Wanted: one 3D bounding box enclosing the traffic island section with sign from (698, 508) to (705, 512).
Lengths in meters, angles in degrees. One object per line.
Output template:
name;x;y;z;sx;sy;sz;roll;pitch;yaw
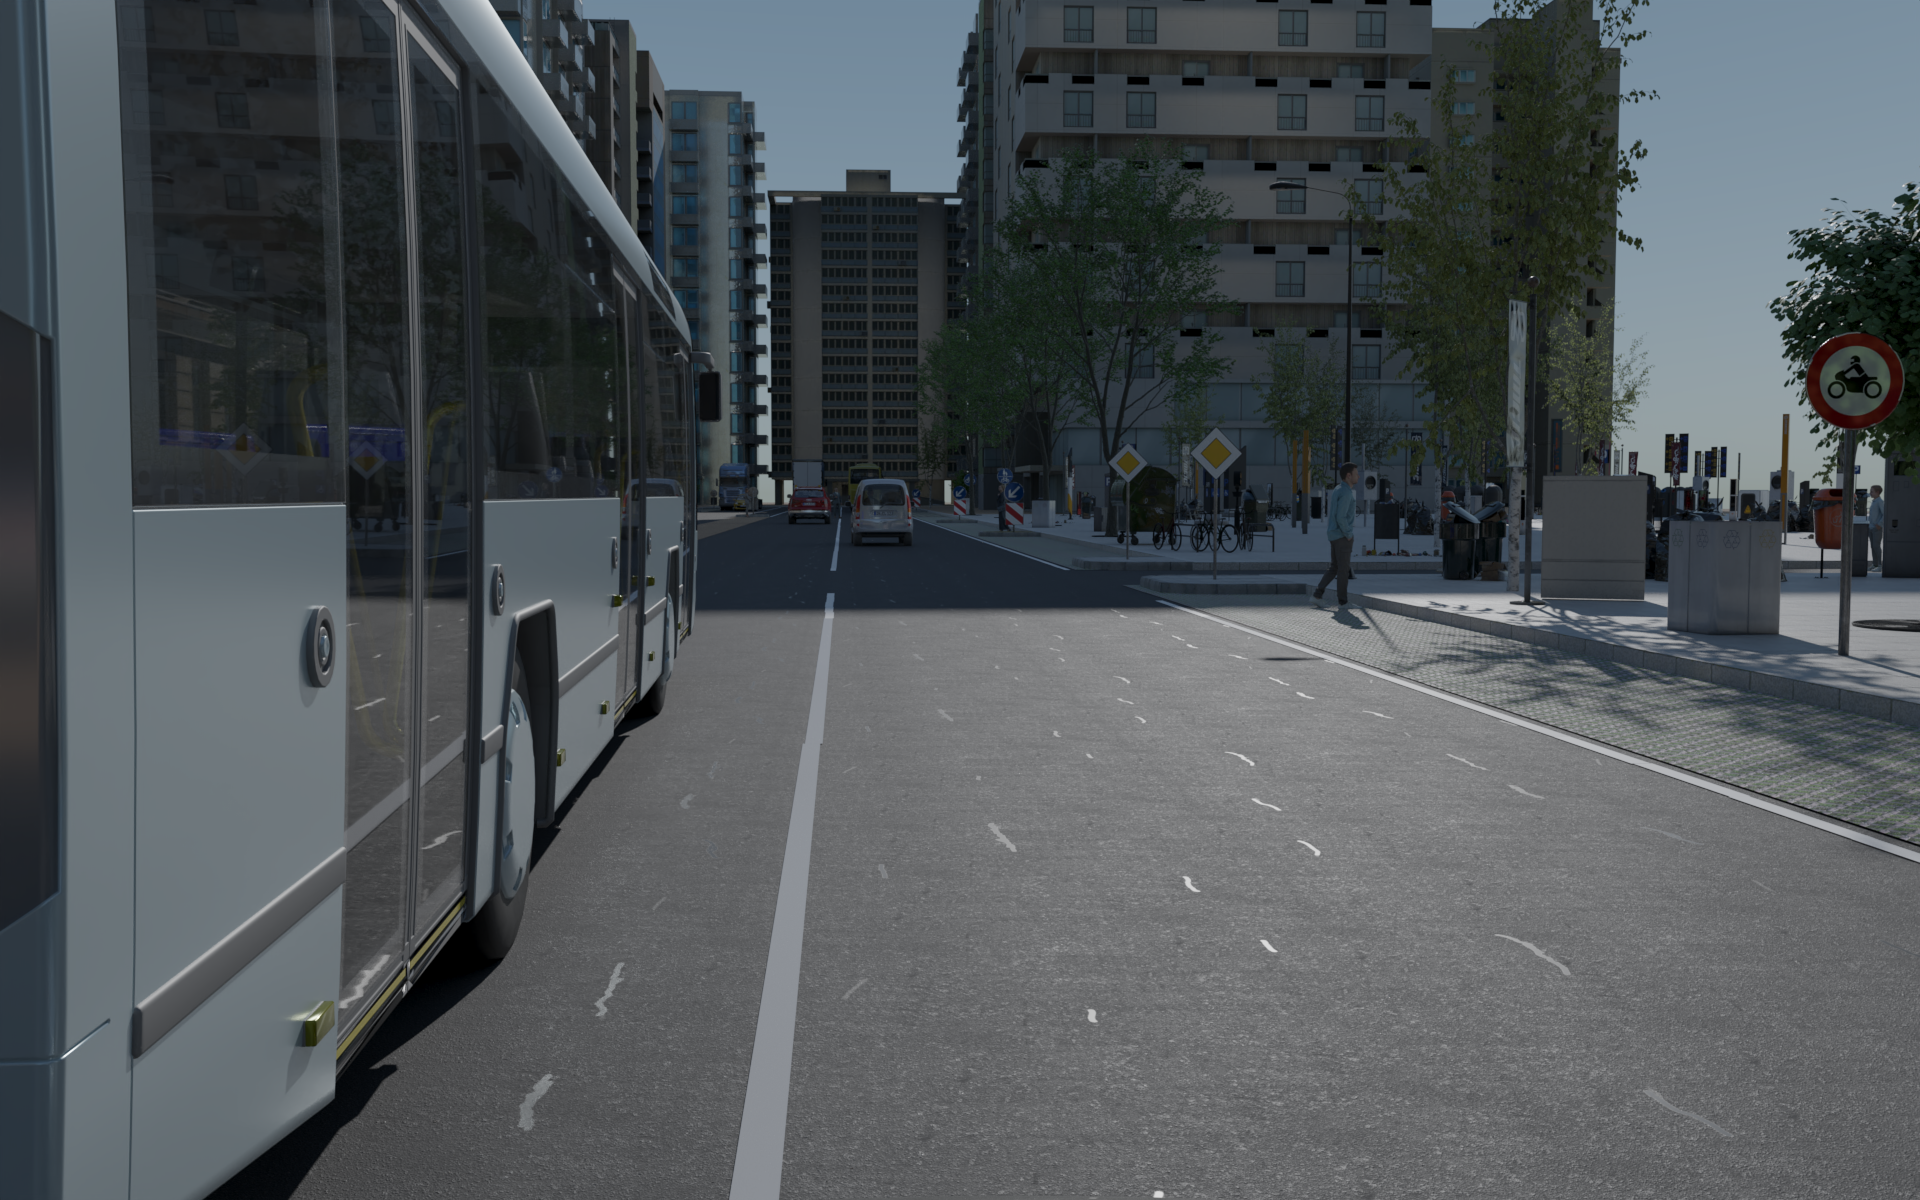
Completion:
traffic island section with sign;-21.098;-7.696;134.457;1.989;1.847;2.006;0;4;-4

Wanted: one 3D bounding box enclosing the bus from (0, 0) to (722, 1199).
bus;-2.884;-0.825;8.341;2.948;3.499;13.247;0;4;-5

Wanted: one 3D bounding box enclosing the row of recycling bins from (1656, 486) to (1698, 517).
row of recycling bins;41.019;-5.743;101.011;3.534;1.692;1.069;1;4;12

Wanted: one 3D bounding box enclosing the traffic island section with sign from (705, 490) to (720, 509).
traffic island section with sign;-22.955;-9.376;161.924;1.989;1.847;2.006;0;4;-4

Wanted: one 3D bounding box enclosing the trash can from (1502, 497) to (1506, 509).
trash can;26.317;-4.465;84.663;0.748;1.137;0.748;0;3;0

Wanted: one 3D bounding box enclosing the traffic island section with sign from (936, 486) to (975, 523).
traffic island section with sign;-0.170;-4.706;85.573;1.989;1.847;2.006;0;4;-4

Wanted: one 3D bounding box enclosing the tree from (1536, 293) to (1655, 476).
tree;23.206;-6.943;63.884;4.360;8.622;3.978;0;3;0

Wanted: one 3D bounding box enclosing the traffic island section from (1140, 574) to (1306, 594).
traffic island section;3.841;-0.227;25.994;2.009;0.180;2.903;0;4;-4

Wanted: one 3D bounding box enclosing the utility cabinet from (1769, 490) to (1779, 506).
utility cabinet;48.801;-5.861;104.502;0.318;1.500;1.173;-2;4;-29

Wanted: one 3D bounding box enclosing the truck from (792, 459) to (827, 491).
truck;-12.622;-9.559;145.200;2.839;4.237;11.283;0;4;-3

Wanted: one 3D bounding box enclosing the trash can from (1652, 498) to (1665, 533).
trash can;22.768;-2.768;56.916;0.748;1.137;0.748;0;3;0

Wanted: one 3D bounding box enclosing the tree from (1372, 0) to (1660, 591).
tree;7.290;-4.437;22.901;4.737;8.622;4.395;0;3;0

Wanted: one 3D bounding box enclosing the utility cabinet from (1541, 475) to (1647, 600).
utility cabinet;7.659;-0.749;20.932;1.173;1.500;0.318;1;4;22

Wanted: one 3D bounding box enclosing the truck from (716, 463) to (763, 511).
truck;-19.800;-10.224;156.921;2.967;4.110;18.799;0;4;-2

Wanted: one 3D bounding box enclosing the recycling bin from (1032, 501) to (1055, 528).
recycling bin;3.205;-3.292;66.377;0.722;1.027;0.722;2;4;24

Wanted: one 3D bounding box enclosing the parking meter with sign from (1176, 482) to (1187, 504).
parking meter with sign;11.719;-6.088;95.792;1.738;3.016;0.543;1;4;16

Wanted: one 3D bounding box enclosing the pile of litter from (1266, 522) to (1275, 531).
pile of litter;10.592;-2.875;60.978;1.719;0.858;1.176;-3;5;-44

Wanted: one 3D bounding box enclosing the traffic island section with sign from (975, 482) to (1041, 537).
traffic island section with sign;1.647;-3.051;58.505;1.989;1.847;2.006;0;4;-4

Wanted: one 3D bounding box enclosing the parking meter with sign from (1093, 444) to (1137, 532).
parking meter with sign;5.300;-3.869;59.511;0.543;3.016;1.738;3;5;45

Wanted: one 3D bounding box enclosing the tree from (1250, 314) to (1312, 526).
tree;13.592;-7.324;70.110;4.737;8.622;4.395;0;3;0

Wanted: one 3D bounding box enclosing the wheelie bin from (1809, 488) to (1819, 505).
wheelie bin;46.771;-5.314;94.789;0.980;1.594;0.693;-1;4;-18

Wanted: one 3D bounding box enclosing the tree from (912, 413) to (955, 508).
tree;-2.609;-12.595;156.282;4.737;8.622;4.395;0;3;0

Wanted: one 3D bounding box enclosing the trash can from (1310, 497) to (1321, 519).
trash can;18.525;-4.784;89.868;0.748;1.137;0.748;0;3;0

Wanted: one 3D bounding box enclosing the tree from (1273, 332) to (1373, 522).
tree;16.176;-7.815;78.143;4.360;8.622;3.978;0;3;0

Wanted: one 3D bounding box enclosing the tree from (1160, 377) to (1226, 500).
tree;13.767;-9.350;103.239;4.737;8.622;4.395;0;3;0

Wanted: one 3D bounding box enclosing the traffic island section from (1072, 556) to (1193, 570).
traffic island section;3.303;-0.714;33.961;2.009;0.180;2.903;0;4;-4

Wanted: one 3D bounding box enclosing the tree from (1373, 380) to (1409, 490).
tree;25.599;-9.639;107.957;4.360;8.622;3.978;0;3;0

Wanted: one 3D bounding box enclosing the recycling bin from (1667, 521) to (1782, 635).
recycling bin;7.099;-0.217;16.100;0.722;1.027;0.722;-1;4;-12

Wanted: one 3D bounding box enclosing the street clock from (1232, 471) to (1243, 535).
street clock;8.725;-3.053;54.488;0.358;2.002;0.471;1;4;13

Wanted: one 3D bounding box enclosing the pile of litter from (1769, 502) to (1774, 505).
pile of litter;45.651;-5.057;96.643;1.176;0.858;1.719;1;4;13

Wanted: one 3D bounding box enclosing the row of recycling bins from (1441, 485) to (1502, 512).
row of recycling bins;23.866;-4.514;80.909;1.069;1.692;3.534;-2;4;-29

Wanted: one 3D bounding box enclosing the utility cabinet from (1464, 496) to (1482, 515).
utility cabinet;19.394;-3.326;65.540;0.306;1.237;1.020;0;4;-6

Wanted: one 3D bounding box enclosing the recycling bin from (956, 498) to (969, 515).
recycling bin;0.204;-5.714;105.975;0.722;1.027;0.722;-1;4;-16

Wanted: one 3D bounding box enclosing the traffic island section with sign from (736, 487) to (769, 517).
traffic island section with sign;-12.912;-6.098;107.839;2.006;1.907;1.989;0;4;-4

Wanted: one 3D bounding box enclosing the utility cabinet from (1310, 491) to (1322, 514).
utility cabinet;22.055;-6.060;107.752;0.318;1.500;1.173;-2;4;-26

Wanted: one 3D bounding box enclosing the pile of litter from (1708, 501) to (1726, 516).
pile of litter;44.890;-5.449;103.058;1.176;0.858;1.719;0;4;6

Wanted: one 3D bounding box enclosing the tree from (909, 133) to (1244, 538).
tree;4.472;-7.672;51.190;9.928;11.665;9.643;0;3;0

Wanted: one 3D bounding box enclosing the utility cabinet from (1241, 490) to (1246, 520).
utility cabinet;14.234;-4.663;84.926;0.318;1.500;1.173;-2;4;-26

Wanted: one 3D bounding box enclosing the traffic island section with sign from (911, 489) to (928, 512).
traffic island section with sign;-3.554;-7.759;135.486;1.989;1.847;2.006;0;4;-4

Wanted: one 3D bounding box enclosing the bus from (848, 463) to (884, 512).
bus;-7.508;-8.999;138.680;2.896;3.916;12.252;0;4;-2

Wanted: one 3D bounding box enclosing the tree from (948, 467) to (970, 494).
tree;0.191;-8.202;128.707;1.663;3.219;1.824;0;3;0

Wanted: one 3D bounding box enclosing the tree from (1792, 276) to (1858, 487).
tree;28.355;-6.387;54.796;4.737;8.622;4.395;0;3;0

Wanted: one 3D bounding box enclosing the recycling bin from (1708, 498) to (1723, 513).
recycling bin;46.951;-5.819;107.699;0.722;1.027;0.722;3;5;41

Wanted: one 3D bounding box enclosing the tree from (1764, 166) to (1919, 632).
tree;9.434;-2.007;16.527;4.285;4.588;4.351;0;3;0

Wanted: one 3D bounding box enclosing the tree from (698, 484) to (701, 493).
tree;-27.776;-11.408;181.120;1.663;3.219;1.824;0;3;0
